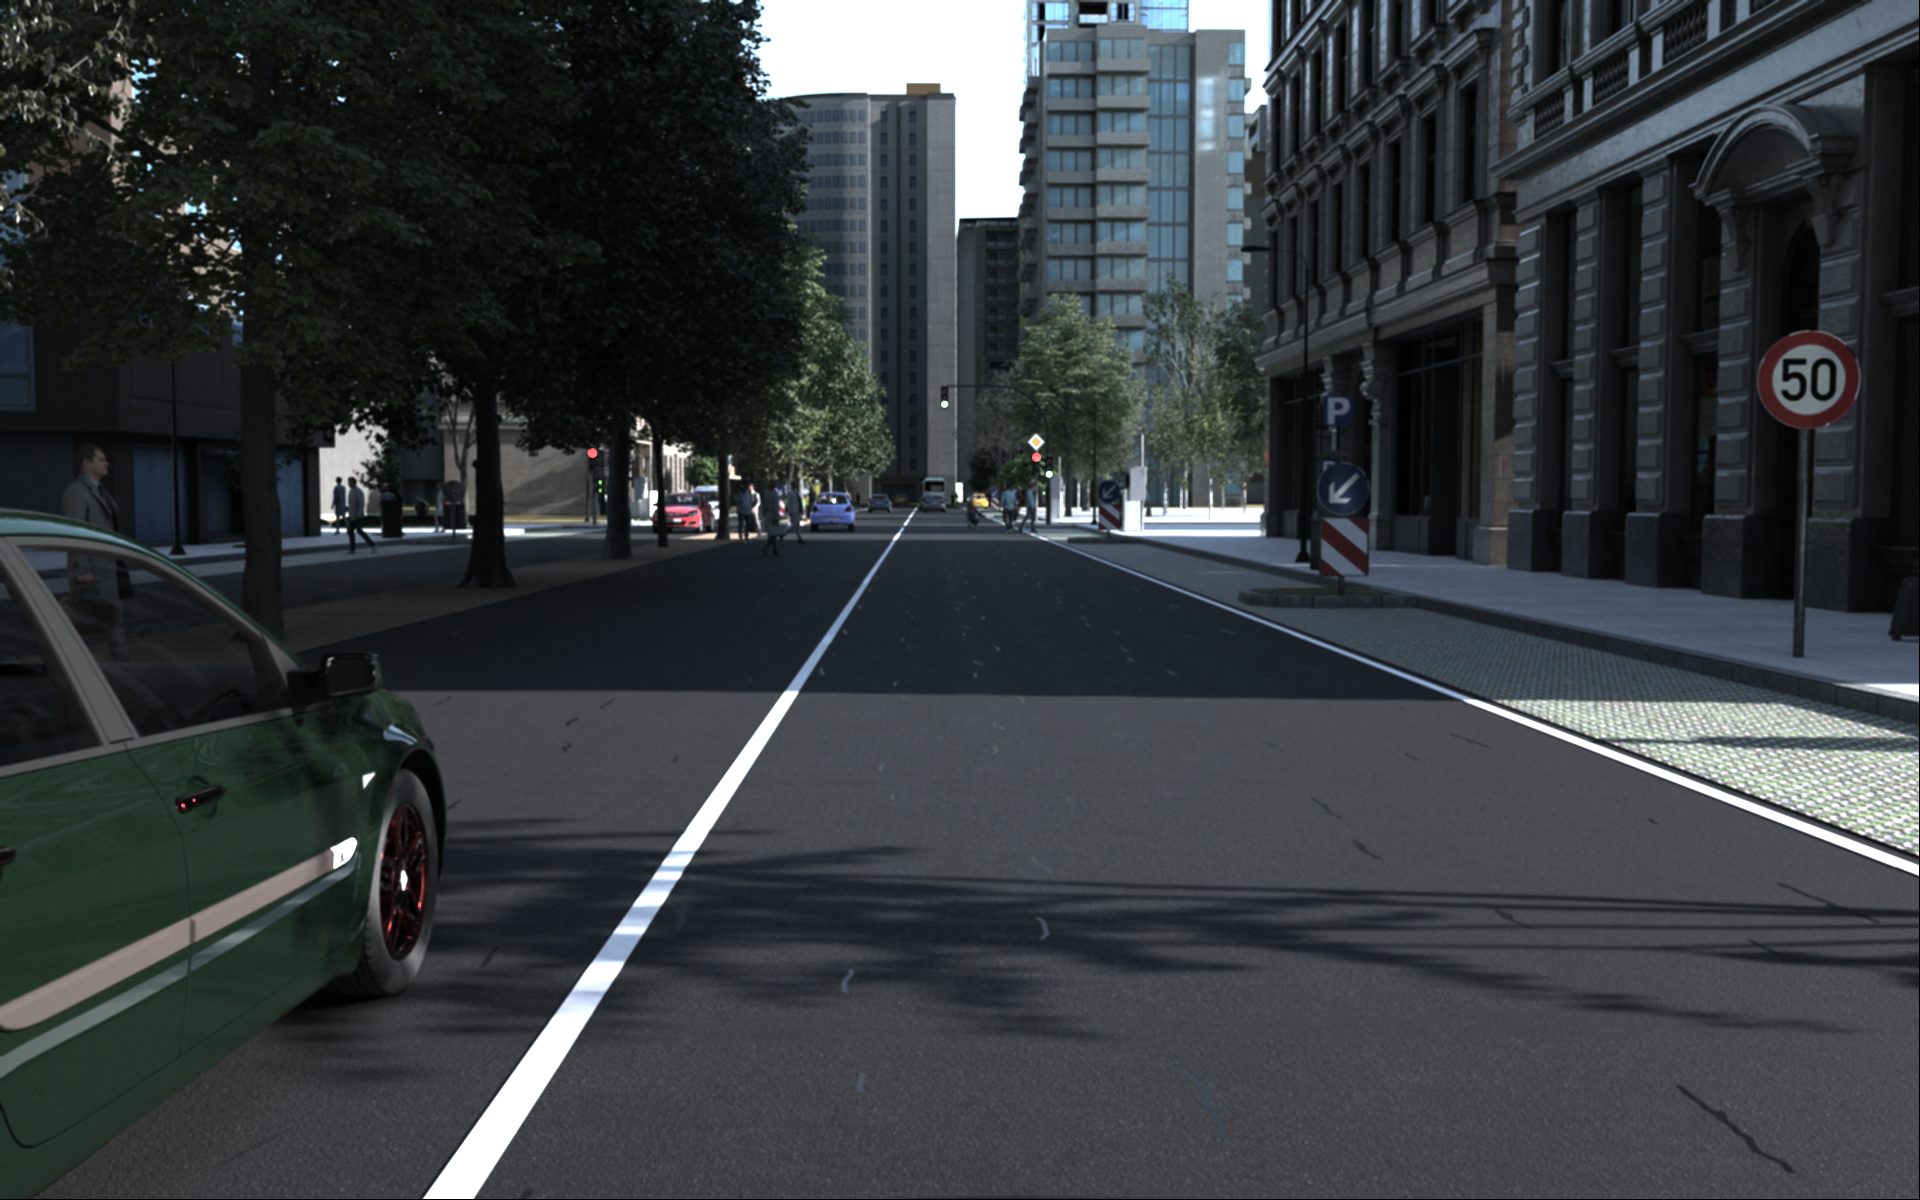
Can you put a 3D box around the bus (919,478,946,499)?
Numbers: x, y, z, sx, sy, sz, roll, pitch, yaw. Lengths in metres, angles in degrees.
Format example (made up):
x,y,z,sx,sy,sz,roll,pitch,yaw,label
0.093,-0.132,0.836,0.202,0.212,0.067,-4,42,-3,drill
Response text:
x,y,z,sx,sy,sz,roll,pitch,yaw,label
-3.195,-12.771,203.658,2.948,3.499,13.247,0,4,-2,bus

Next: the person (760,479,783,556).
x,y,z,sx,sy,sz,roll,pitch,yaw,label
-4.380,-1.905,40.001,0.624,1.780,0.694,-2,4,-30,person

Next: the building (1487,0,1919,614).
x,y,z,sx,sy,sz,roll,pitch,yaw,label
14.339,-11.680,19.854,11.050,23.489,19.941,0,4,-1,building

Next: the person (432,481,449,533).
x,y,z,sx,sy,sz,roll,pitch,yaw,label
-17.125,-3.067,57.200,0.522,1.701,0.512,0,4,7,person

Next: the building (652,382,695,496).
x,y,z,sx,sy,sz,roll,pitch,yaw,label
-26.824,-18.112,132.295,11.583,22.565,21.152,0,4,-1,building

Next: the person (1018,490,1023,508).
x,y,z,sx,sy,sz,roll,pitch,yaw,label
5.567,-9.456,160.780,0.705,1.807,1.348,-1,4,-10,person

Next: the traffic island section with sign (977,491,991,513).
x,y,z,sx,sy,sz,roll,pitch,yaw,label
2.523,-7.592,132.754,1.989,1.847,2.006,0,4,-1,traffic island section with sign

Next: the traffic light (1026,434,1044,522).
x,y,z,sx,sy,sz,roll,pitch,yaw,label
3.511,-5.592,80.353,0.839,4.253,0.868,0,4,-1,traffic light

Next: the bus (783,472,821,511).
x,y,z,sx,sy,sz,roll,pitch,yaw,label
-13.596,-9.645,149.244,2.896,3.916,12.252,0,4,-2,bus

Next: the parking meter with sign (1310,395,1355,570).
x,y,z,sx,sy,sz,roll,pitch,yaw,label
6.398,-2.058,29.906,0.543,3.016,1.738,1,4,21,parking meter with sign

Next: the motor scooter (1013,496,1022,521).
x,y,z,sx,sy,sz,roll,pitch,yaw,label
2.884,-4.812,91.449,0.815,1.314,1.986,0,4,0,motor scooter

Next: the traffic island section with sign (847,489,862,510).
x,y,z,sx,sy,sz,roll,pitch,yaw,label
-9.810,-8.984,155.020,2.006,1.907,1.989,0,4,-1,traffic island section with sign

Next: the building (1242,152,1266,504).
x,y,z,sx,sy,sz,roll,pitch,yaw,label
35.956,-35.004,222.432,14.200,45.320,14.600,0,4,-1,building

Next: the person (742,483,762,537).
x,y,z,sx,sy,sz,roll,pitch,yaw,label
-6.977,-3.026,58.256,0.678,1.792,0.850,2,4,32,person

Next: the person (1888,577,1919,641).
x,y,z,sx,sy,sz,roll,pitch,yaw,label
8.447,-0.499,14.416,0.699,1.804,1.509,0,4,4,person

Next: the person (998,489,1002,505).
x,y,z,sx,sy,sz,roll,pitch,yaw,label
4.634,-12.121,204.215,0.705,1.824,1.348,-2,4,-35,person

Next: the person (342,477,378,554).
x,y,z,sx,sy,sz,roll,pitch,yaw,label
-14.356,-2.020,41.371,0.795,1.843,0.661,-3,5,-41,person

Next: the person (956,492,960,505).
x,y,z,sx,sy,sz,roll,pitch,yaw,label
-0.304,-13.652,232.527,0.721,1.723,1.217,-1,4,-23,person

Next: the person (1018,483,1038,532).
x,y,z,sx,sy,sz,roll,pitch,yaw,label
2.563,-3.447,64.724,0.748,1.841,0.638,1,4,15,person

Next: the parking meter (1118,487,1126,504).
x,y,z,sx,sy,sz,roll,pitch,yaw,label
6.082,-3.428,64.455,0.372,1.533,0.369,0,3,0,parking meter

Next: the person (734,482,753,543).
x,y,z,sx,sy,sz,roll,pitch,yaw,label
-6.333,-2.562,50.660,0.793,1.790,0.793,1,4,16,person

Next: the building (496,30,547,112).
x,y,z,sx,sy,sz,roll,pitch,yaw,label
-59.016,-57.251,248.722,31.000,86.520,22.319,0,4,-1,building

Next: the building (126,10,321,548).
x,y,z,sx,sy,sz,roll,pitch,yaw,label
-25.909,-24.130,44.641,14.600,45.320,14.200,0,4,-1,building

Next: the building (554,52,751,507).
x,y,z,sx,sy,sz,roll,pitch,yaw,label
-32.007,-31.441,168.686,22.147,44.769,28.867,0,4,-1,building

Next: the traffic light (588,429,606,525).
x,y,z,sx,sy,sz,roll,pitch,yaw,label
-15.190,-5.080,71.985,0.839,4.253,0.868,0,4,-1,traffic light

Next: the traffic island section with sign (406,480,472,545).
x,y,z,sx,sy,sz,roll,pitch,yaw,label
-14.452,-2.477,49.127,1.989,1.847,2.006,0,4,-1,traffic island section with sign

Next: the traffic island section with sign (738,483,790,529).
x,y,z,sx,sy,sz,roll,pitch,yaw,label
-8.188,-3.936,72.490,2.006,1.907,1.989,0,4,-1,traffic island section with sign

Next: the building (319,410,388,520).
x,y,z,sx,sy,sz,roll,pitch,yaw,label
-46.326,-16.428,87.671,30.058,24.678,14.314,0,4,-1,building

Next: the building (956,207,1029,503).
x,y,z,sx,sy,sz,roll,pitch,yaw,label
6.468,-34.536,248.261,14.086,41.232,14.154,0,4,-1,building

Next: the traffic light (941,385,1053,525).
x,y,z,sx,sy,sz,roll,pitch,yaw,label
1.578,-5.965,72.188,4.771,5.953,1.251,0,4,-1,traffic light

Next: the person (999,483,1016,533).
x,y,z,sx,sy,sz,roll,pitch,yaw,label
1.770,-3.347,63.244,0.660,1.820,0.620,-2,4,-34,person

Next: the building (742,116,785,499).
x,y,z,sx,sy,sz,roll,pitch,yaw,label
-33.265,-36.313,217.426,21.600,48.544,21.300,0,4,-1,building

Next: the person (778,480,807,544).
x,y,z,sx,sy,sz,roll,pitch,yaw,label
-4.832,-2.540,49.905,0.818,1.842,0.514,0,4,-1,person

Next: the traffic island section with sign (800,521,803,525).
x,y,z,sx,sy,sz,roll,pitch,yaw,label
-8.324,-4.389,79.896,2.006,1.907,1.989,0,4,-1,traffic island section with sign

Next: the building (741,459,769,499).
x,y,z,sx,sy,sz,roll,pitch,yaw,label
-28.473,-25.623,190.643,14.160,30.474,14.107,0,4,-1,building

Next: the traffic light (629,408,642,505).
x,y,z,sx,sy,sz,roll,pitch,yaw,label
-13.257,-6.445,80.044,4.771,5.953,1.251,0,4,-1,traffic light

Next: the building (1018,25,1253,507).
x,y,z,sx,sy,sz,roll,pitch,yaw,label
17.635,-34.417,182.322,23.786,49.044,30.456,0,4,-1,building

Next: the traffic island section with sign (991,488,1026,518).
x,y,z,sx,sy,sz,roll,pitch,yaw,label
3.075,-5.916,105.354,1.989,1.847,2.006,0,4,-1,traffic island section with sign

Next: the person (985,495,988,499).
x,y,z,sx,sy,sz,roll,pitch,yaw,label
3.570,-13.220,225.418,0.697,1.427,0.421,1,4,15,person

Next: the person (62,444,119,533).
x,y,z,sx,sy,sz,roll,pitch,yaw,label
-6.623,-0.287,13.290,0.767,1.812,0.694,-1,4,-12,person

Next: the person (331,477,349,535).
x,y,z,sx,sy,sz,roll,pitch,yaw,label
-19.527,-2.968,54.599,0.654,1.822,0.581,3,5,40,person

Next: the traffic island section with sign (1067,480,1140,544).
x,y,z,sx,sy,sz,roll,pitch,yaw,label
4.149,-2.554,50.388,1.989,1.847,2.006,0,4,-1,traffic island section with sign

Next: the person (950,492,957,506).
x,y,z,sx,sy,sz,roll,pitch,yaw,label
-0.802,-12.314,210.563,0.721,1.736,1.217,3,5,42,person

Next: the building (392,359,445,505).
x,y,z,sx,sy,sz,roll,pitch,yaw,label
-70.059,-31.796,211.745,23.993,40.220,32.217,0,4,-1,building

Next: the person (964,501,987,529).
x,y,z,sx,sy,sz,roll,pitch,yaw,label
0.604,-3.477,70.846,1.012,1.151,0.738,-1,4,-10,person

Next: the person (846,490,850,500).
x,y,z,sx,sy,sz,roll,pitch,yaw,label
-9.668,-8.521,148.086,0.678,1.792,0.850,1,4,14,person

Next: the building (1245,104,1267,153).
x,y,z,sx,sy,sz,roll,pitch,yaw,label
56.495,-43.469,252.721,28.212,58.520,21.231,0,4,-1,building

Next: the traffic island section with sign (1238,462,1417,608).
x,y,z,sx,sy,sz,roll,pitch,yaw,label
4.696,-0.850,22.532,1.989,1.847,2.006,0,4,-1,traffic island section with sign

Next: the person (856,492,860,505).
x,y,z,sx,sy,sz,roll,pitch,yaw,label
-13.269,-13.260,225.851,0.434,1.755,0.990,-2,4,-34,person

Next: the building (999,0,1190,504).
x,y,z,sx,sy,sz,roll,pitch,yaw,label
16.570,-54.995,211.834,22.319,86.520,31.000,0,4,-1,building

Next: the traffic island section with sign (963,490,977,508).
x,y,z,sx,sy,sz,roll,pitch,yaw,label
1.550,-10.616,182.203,1.989,1.847,2.006,0,4,-1,traffic island section with sign

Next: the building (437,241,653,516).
x,y,z,sx,sy,sz,roll,pitch,yaw,label
-25.541,-15.308,101.191,10.553,20.767,40.483,0,4,-1,building

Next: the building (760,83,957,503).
x,y,z,sx,sy,sz,roll,pitch,yaw,label
-14.751,-43.371,251.119,28.212,58.520,21.231,0,4,-1,building

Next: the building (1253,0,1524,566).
x,y,z,sx,sy,sz,roll,pitch,yaw,label
13.466,-12.185,50.135,10.553,20.767,40.483,0,4,-1,building

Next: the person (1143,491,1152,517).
x,y,z,sx,sy,sz,roll,pitch,yaw,label
7.494,-3.957,71.228,0.782,1.767,0.515,1,4,10,person

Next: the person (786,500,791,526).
x,y,z,sx,sy,sz,roll,pitch,yaw,label
-7.510,-4.063,77.519,0.503,1.515,0.523,-2,4,-34,person

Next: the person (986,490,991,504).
x,y,z,sx,sy,sz,roll,pitch,yaw,label
3.845,-13.259,222.905,1.350,1.814,0.705,1,4,17,person

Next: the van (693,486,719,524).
x,y,z,sx,sy,sz,roll,pitch,yaw,label
-12.197,-4.688,83.662,2.013,2.044,4.112,0,4,-3,van

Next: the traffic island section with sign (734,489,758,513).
x,y,z,sx,sy,sz,roll,pitch,yaw,label
-16.078,-7.527,131.689,1.989,1.847,2.006,0,4,-1,traffic island section with sign
